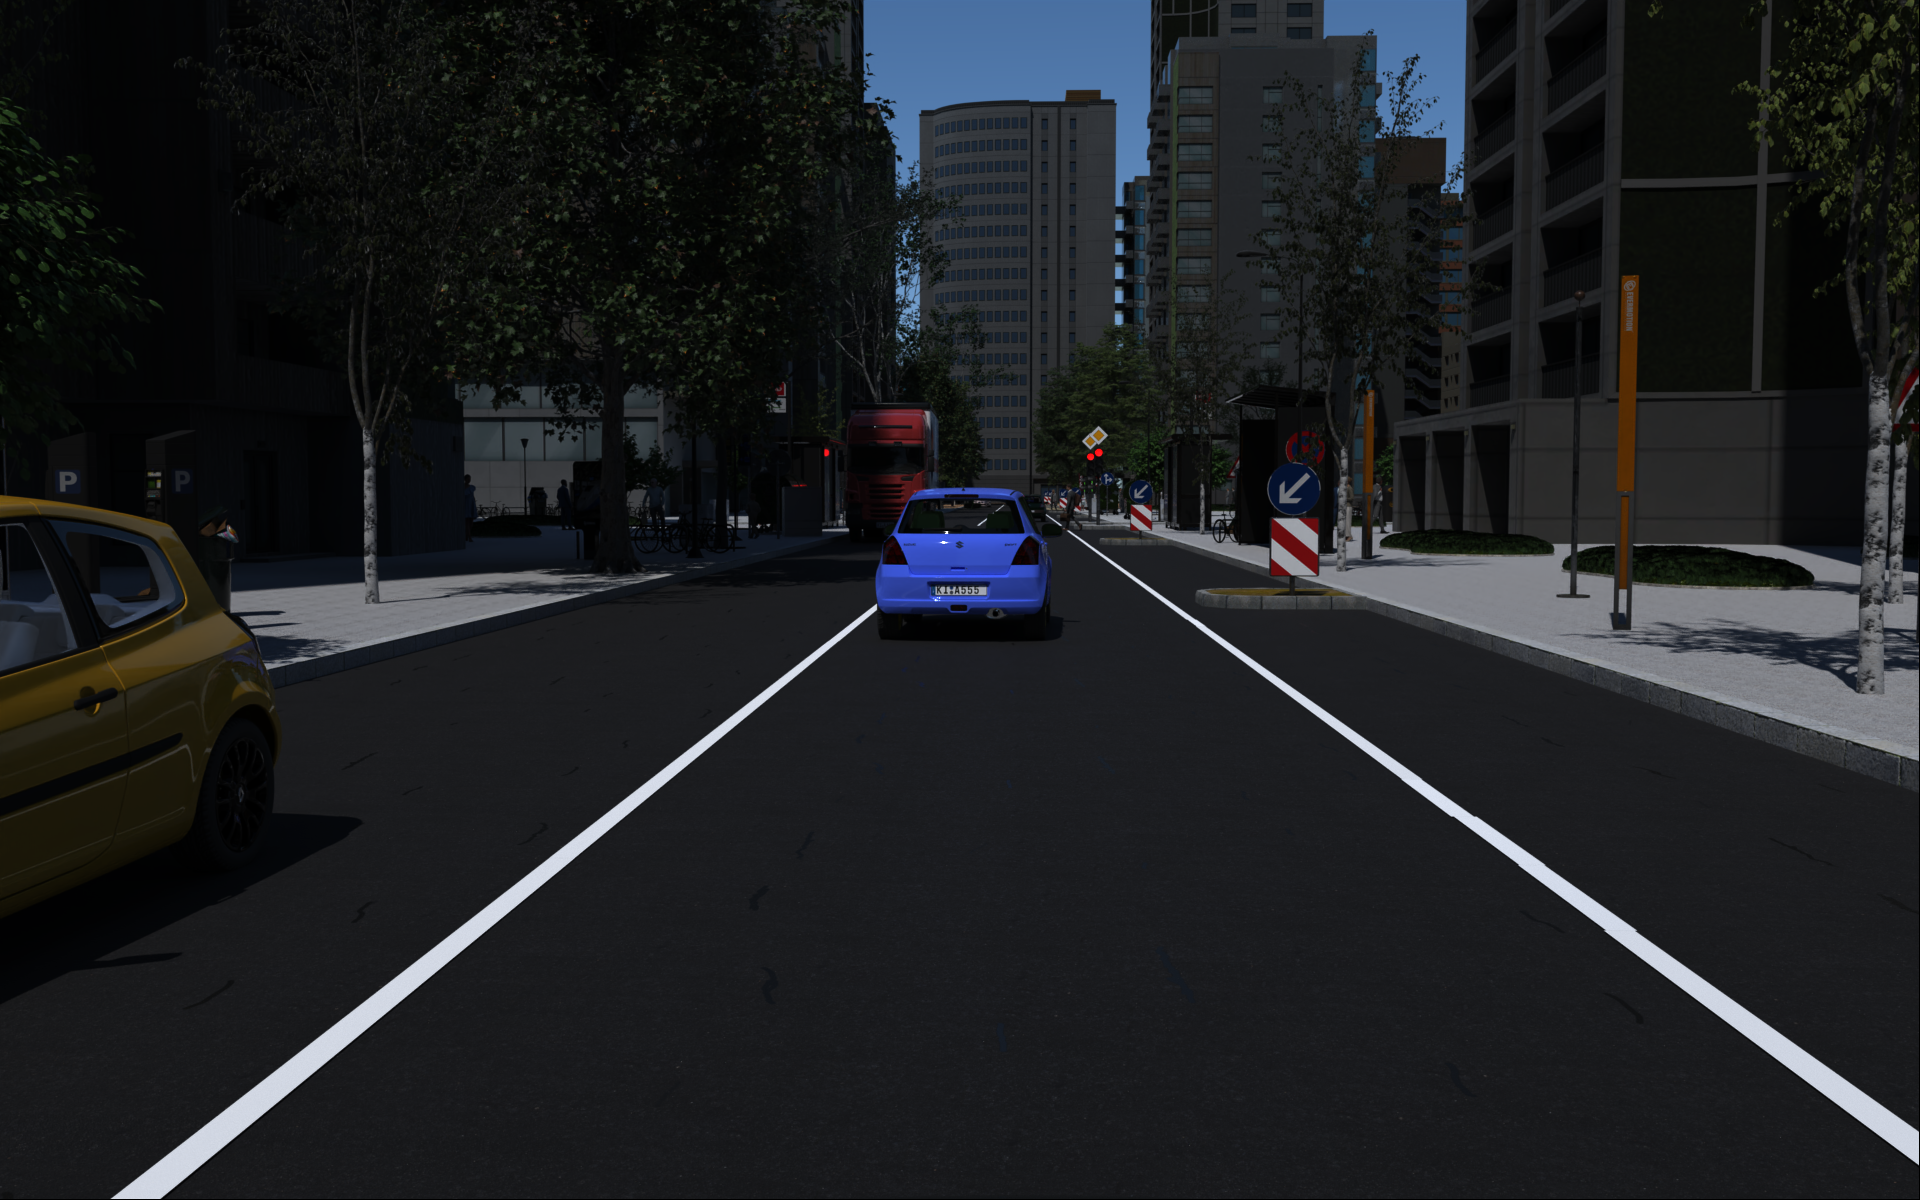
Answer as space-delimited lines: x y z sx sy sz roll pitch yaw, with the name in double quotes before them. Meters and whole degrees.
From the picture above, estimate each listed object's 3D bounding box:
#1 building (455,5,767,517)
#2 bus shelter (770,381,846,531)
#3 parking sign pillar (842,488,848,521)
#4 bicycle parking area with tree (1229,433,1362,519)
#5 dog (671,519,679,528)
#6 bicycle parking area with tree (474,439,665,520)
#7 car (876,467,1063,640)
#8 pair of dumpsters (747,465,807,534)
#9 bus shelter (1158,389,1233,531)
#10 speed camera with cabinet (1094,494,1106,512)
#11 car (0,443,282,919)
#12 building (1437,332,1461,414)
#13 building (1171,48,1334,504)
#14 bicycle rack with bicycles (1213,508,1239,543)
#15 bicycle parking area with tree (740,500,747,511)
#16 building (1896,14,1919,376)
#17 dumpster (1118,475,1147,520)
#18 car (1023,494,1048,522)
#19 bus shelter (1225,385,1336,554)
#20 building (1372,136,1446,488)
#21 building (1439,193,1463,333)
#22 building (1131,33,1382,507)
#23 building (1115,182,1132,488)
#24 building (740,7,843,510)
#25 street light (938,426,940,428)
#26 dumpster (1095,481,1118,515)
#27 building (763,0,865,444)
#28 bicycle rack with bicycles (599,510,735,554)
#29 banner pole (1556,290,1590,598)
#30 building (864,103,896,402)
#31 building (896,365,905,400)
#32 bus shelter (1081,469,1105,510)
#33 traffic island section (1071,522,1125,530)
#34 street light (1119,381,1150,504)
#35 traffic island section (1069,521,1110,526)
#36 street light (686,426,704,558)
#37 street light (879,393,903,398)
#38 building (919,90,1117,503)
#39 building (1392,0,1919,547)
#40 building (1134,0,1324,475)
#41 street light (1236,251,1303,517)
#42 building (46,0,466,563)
"building" -26.961 -31.638 106.516 28.713 52.752 27.495 0 4 2
"bus shelter" -5.731 -5.287 64.073 2.179 5.291 8.768 0 4 2
"parking sign pillar" -4.996 -5.818 83.594 1.447 3.967 1.447 -1 4 -11
"bicycle parking area with tree" 17.860 -5.968 84.583 9.016 4.147 8.231 0 4 6
"dog" -10.491 -2.848 64.299 0.550 0.427 0.748 -2 4 -25
"bicycle parking area with tree" -20.202 -6.213 88.585 8.231 4.147 9.016 2 4 35
"car" 0.112 -0.536 18.362 1.945 1.707 3.694 0 4 4
"pair of dumpsters" -5.964 -3.317 56.731 1.574 2.255 4.437 0 4 2
"bus shelter" 8.567 -5.301 64.309 2.179 5.291 8.768 0 4 2
"speed camera with cabinet" 10.332 -7.881 123.183 0.660 3.252 2.038 3 5 40
"car" -3.638 0.303 5.270 2.015 1.641 3.980 0 4 3
"building" 71.908 -22.132 206.903 28.899 21.520 27.650 0 4 2
"building" 26.803 -29.314 162.875 14.154 41.232 14.086 0 4 2
"bicycle rack with bicycles" 7.885 -1.972 45.624 2.925 0.926 2.852 -2 4 -28
"bicycle parking area with tree" -19.942 -8.661 128.608 8.231 4.147 9.016 -1 4 -11
"building" 21.695 -22.585 19.375 14.600 45.320 14.200 0 4 2
"dumpster" 8.922 -5.198 87.475 1.502 2.255 1.985 0 4 2
"car" 3.592 -4.897 89.858 2.009 1.686 4.222 0 4 2
"bus shelter" 7.376 -2.996 40.262 1.731 3.624 6.357 0 4 2
"building" 50.584 -34.447 213.324 14.200 45.320 14.600 0 4 2
"building" 68.232 -36.697 254.616 28.867 44.769 22.147 0 4 2
"building" 31.627 -34.595 185.234 23.786 49.044 30.456 0 4 2
"building" 37.891 -38.959 256.583 30.456 49.044 23.786 0 4 2
"building" -17.475 -28.109 143.173 14.154 41.232 14.086 0 4 2
"street light" -2.051 -8.904 118.128 1.470 5.913 1.316 0 4 2
"dumpster" 9.140 -6.384 106.874 1.502 2.255 1.985 0 4 2
"building" -18.805 -45.883 188.445 20.563 71.187 20.611 0 4 2
"bicycle rack with bicycles" -6.139 -1.505 37.985 2.925 0.926 2.852 2 4 28
"banner pole" 7.537 -1.907 21.189 0.401 3.779 0.863 1 4 21
"building" -19.069 -35.984 212.047 21.600 48.544 21.300 0 4 2
"building" -20.420 -25.486 261.727 28.899 21.520 27.650 0 4 2
"bus shelter" 10.429 -8.576 134.146 2.014 3.302 5.546 0 4 2
"traffic island section" 5.718 -3.006 71.421 2.009 0.180 2.903 0 4 2
"street light" 7.217 -6.037 71.238 1.470 5.913 1.316 0 4 2
"traffic island section" 5.984 -3.494 79.402 2.009 0.180 2.903 0 4 2
"street light" -4.781 -3.795 34.587 1.470 5.913 1.316 0 4 2
"street light" -3.311 -6.577 80.075 1.470 5.913 1.316 0 4 2
"building" 8.293 -43.666 255.943 28.212 58.520 21.231 0 4 2
"building" 24.668 -37.205 46.559 20.563 71.187 20.611 0 4 2
"building" 31.779 -47.205 210.055 20.563 71.187 20.611 0 4 2
"street light" 5.970 -3.709 33.185 1.470 5.913 1.316 0 4 2
"building" -18.740 -15.966 32.738 14.160 30.474 14.107 0 4 2
